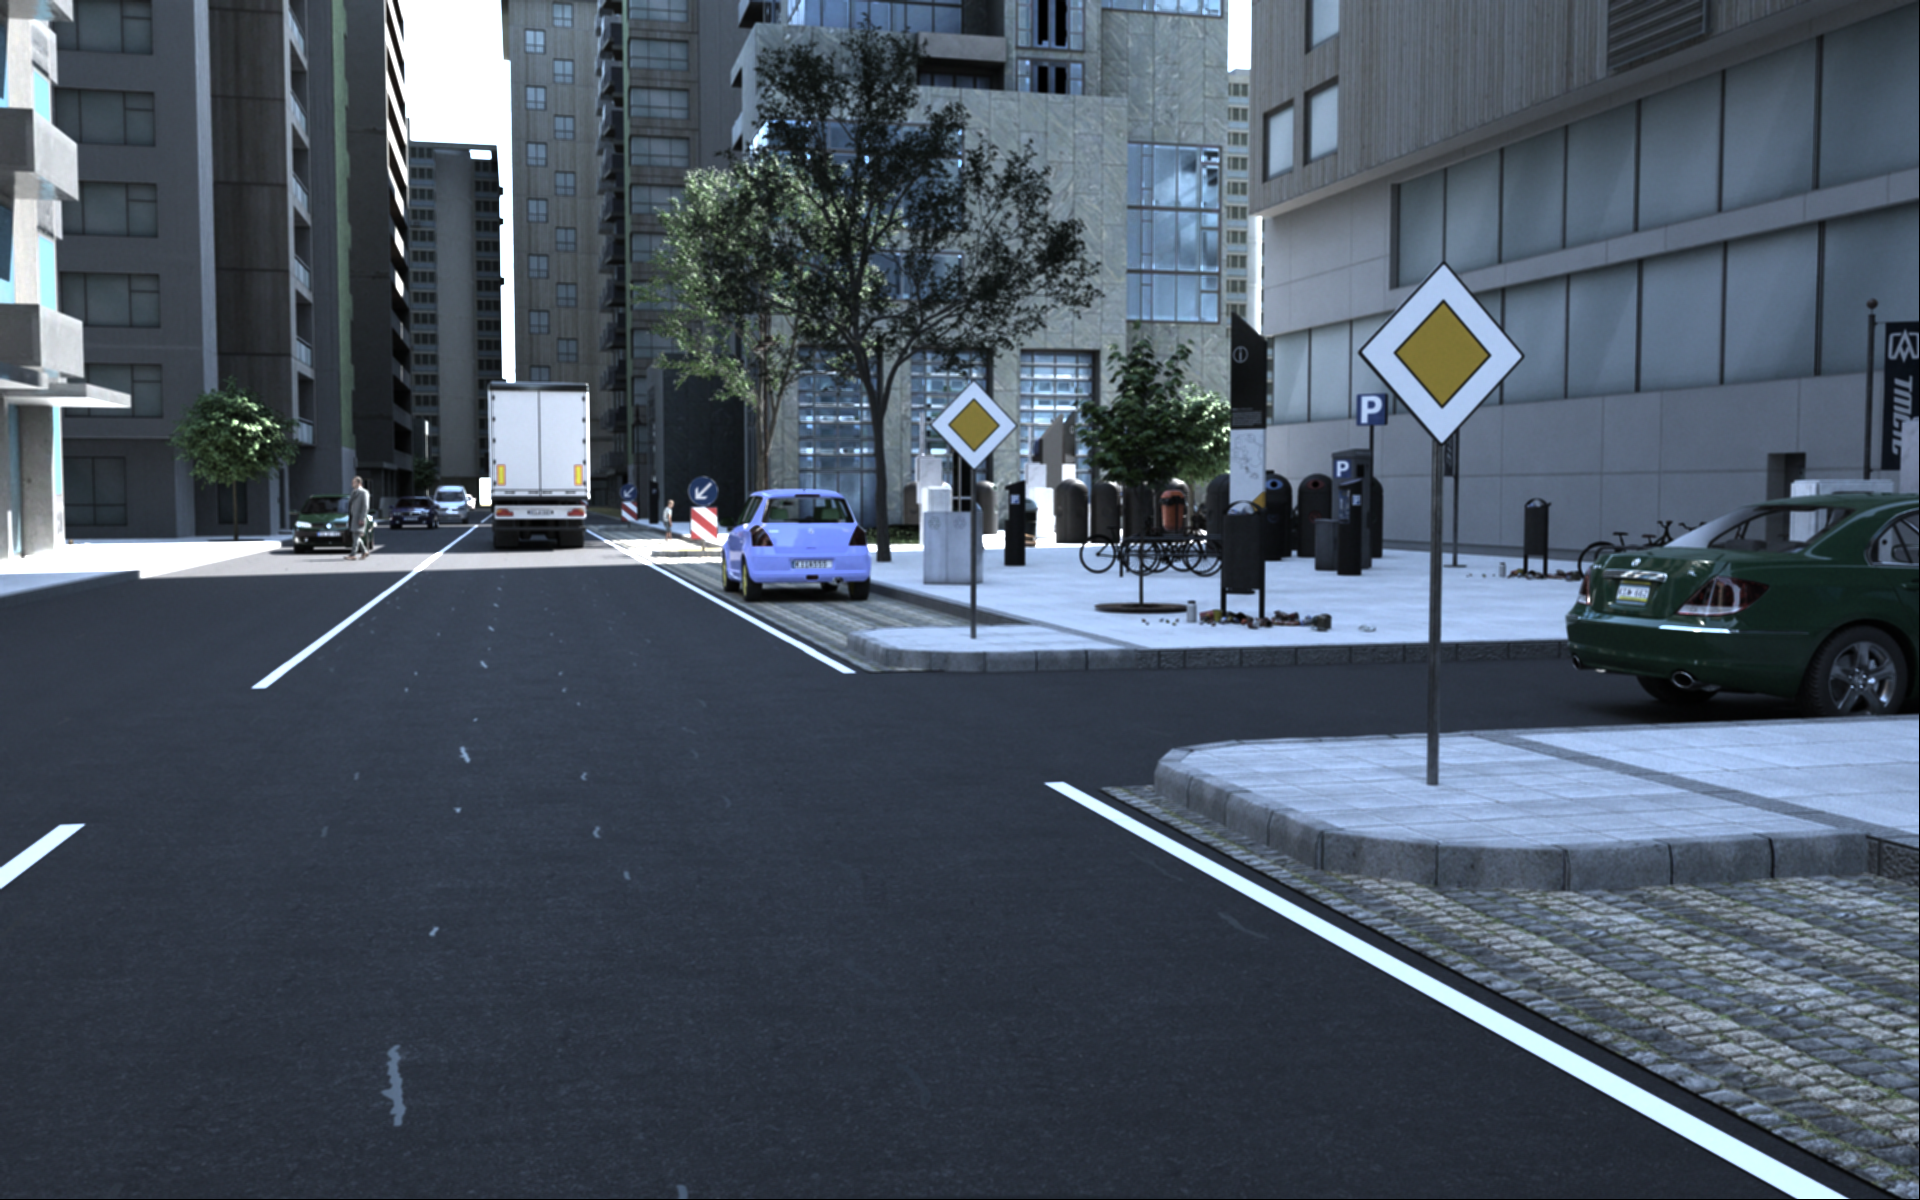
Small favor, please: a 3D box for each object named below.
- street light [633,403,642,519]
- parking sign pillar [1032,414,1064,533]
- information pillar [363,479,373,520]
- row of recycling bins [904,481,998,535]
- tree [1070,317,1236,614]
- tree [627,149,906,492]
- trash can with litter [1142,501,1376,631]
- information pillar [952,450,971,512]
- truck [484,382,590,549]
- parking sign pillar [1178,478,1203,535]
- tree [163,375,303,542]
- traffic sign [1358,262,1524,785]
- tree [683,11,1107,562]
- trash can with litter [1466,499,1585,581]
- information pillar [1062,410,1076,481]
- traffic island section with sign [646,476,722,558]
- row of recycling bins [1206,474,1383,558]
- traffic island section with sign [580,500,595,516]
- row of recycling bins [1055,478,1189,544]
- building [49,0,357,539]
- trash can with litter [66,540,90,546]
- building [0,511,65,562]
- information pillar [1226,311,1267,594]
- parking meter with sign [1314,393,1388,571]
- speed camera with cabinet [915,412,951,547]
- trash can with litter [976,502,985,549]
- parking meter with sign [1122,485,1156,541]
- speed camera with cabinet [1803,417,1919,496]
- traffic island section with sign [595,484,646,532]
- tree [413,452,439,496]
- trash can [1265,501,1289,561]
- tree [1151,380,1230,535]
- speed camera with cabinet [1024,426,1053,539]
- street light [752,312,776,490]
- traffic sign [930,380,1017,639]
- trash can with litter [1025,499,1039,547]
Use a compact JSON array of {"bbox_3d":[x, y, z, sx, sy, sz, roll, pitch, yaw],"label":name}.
[{"bbox_3d":[-16.414,-7.063,88.270,0.468,5.910,1.993,-1,4,-14],"label":"street light"},{"bbox_3d":[2.927,-4.232,57.661,1.447,3.967,1.447,3,4,36],"label":"parking sign pillar"},{"bbox_3d":[-29.294,-4.968,85.725,0.304,2.012,0.304,1,4,17],"label":"information pillar"},{"bbox_3d":[-0.301,-2.846,53.652,3.534,1.692,1.069,-3,5,-41],"label":"row of recycling bins"},{"bbox_3d":[1.945,-1.500,19.126,1.663,3.219,1.824,0,3,0],"label":"tree"},{"bbox_3d":[-5.738,-7.673,51.212,9.928,11.665,9.643,0,3,0],"label":"tree"},{"bbox_3d":[2.982,-0.355,16.857,1.678,1.210,2.233,-3,5,-40],"label":"trash can with litter"},{"bbox_3d":[0.065,-1.476,28.625,0.304,2.012,0.304,-2,4,-23],"label":"information pillar"},{"bbox_3d":[-11.989,-3.668,48.882,2.839,4.237,11.283,-1,4,-15],"label":"truck"},{"bbox_3d":[6.776,-3.970,53.375,1.447,3.967,1.447,-1,4,-16],"label":"parking sign pillar"},{"bbox_3d":[-19.781,-3.871,47.005,4.285,4.588,4.351,0,3,0],"label":"tree"},{"bbox_3d":[2.084,-0.241,7.586,0.795,2.450,0.064,-1,4,-14],"label":"traffic sign"},{"bbox_3d":[-1.398,-6.026,32.942,8.767,10.594,7.601,0,4,4],"label":"tree"},{"bbox_3d":[8.871,-0.928,26.235,1.678,1.210,2.233,-1,4,-17],"label":"trash can with litter"},{"bbox_3d":[3.038,-3.475,48.171,0.183,3.616,0.504,3,5,44],"label":"information pillar"},{"bbox_3d":[-6.078,-1.907,39.808,1.989,1.847,2.006,-1,4,-14],"label":"traffic island section with sign"},{"bbox_3d":[6.792,-1.724,35.293,3.534,1.692,1.069,1,4,8],"label":"row of recycling bins"},{"bbox_3d":[-24.954,-6.447,114.034,1.989,1.847,2.006,-1,4,-14],"label":"traffic island section with sign"},{"bbox_3d":[4.260,-2.332,45.241,3.534,1.692,1.069,-1,4,-9],"label":"row of recycling bins"},{"bbox_3d":[-27.171,-22.641,53.775,14.154,41.232,14.086,-1,4,-14],"label":"building"},{"bbox_3d":[-22.682,-1.939,42.756,2.233,1.210,1.678,-3,4,-37],"label":"trash can with litter"},{"bbox_3d":[-26.188,-24.649,22.613,23.786,49.044,30.456,-1,4,-14],"label":"building"},{"bbox_3d":[3.667,-1.883,22.139,0.504,3.616,0.183,3,4,36],"label":"information pillar"},{"bbox_3d":[6.648,-2.036,29.553,0.543,3.016,1.738,3,4,39],"label":"parking meter with sign"},{"bbox_3d":[-0.630,-2.879,41.410,0.660,3.252,2.038,-1,4,-9],"label":"speed camera with cabinet"},{"bbox_3d":[0.315,-1.665,38.612,0.624,1.170,1.055,-1,4,-18],"label":"trash can with litter"},{"bbox_3d":[5.163,-3.094,46.855,1.738,3.016,0.543,-1,4,-22],"label":"parking meter with sign"},{"bbox_3d":[10.954,-1.599,20.486,2.038,3.252,0.660,0,4,-5],"label":"speed camera with cabinet"},{"bbox_3d":[-12.858,-3.539,66.489,1.989,1.847,2.006,-1,4,-14],"label":"traffic island section with sign"},{"bbox_3d":[-42.463,-9.297,135.724,4.285,4.588,4.351,0,3,0],"label":"tree"},{"bbox_3d":[5.968,-1.328,33.373,0.748,1.137,0.748,0,3,0],"label":"trash can"},{"bbox_3d":[6.776,-4.061,50.104,4.285,4.588,4.351,0,3,0],"label":"tree"},{"bbox_3d":[2.289,-3.407,50.044,0.660,3.252,2.038,0,4,-5],"label":"speed camera with cabinet"},{"bbox_3d":[-4.696,-4.226,41.877,0.468,5.910,1.993,-1,4,-14],"label":"street light"},{"bbox_3d":[0.116,-0.715,15.325,0.795,2.450,0.064,-1,4,-14],"label":"traffic sign"},{"bbox_3d":[1.711,-1.892,42.320,0.624,1.170,1.055,0,4,-7],"label":"trash can with litter"}]
